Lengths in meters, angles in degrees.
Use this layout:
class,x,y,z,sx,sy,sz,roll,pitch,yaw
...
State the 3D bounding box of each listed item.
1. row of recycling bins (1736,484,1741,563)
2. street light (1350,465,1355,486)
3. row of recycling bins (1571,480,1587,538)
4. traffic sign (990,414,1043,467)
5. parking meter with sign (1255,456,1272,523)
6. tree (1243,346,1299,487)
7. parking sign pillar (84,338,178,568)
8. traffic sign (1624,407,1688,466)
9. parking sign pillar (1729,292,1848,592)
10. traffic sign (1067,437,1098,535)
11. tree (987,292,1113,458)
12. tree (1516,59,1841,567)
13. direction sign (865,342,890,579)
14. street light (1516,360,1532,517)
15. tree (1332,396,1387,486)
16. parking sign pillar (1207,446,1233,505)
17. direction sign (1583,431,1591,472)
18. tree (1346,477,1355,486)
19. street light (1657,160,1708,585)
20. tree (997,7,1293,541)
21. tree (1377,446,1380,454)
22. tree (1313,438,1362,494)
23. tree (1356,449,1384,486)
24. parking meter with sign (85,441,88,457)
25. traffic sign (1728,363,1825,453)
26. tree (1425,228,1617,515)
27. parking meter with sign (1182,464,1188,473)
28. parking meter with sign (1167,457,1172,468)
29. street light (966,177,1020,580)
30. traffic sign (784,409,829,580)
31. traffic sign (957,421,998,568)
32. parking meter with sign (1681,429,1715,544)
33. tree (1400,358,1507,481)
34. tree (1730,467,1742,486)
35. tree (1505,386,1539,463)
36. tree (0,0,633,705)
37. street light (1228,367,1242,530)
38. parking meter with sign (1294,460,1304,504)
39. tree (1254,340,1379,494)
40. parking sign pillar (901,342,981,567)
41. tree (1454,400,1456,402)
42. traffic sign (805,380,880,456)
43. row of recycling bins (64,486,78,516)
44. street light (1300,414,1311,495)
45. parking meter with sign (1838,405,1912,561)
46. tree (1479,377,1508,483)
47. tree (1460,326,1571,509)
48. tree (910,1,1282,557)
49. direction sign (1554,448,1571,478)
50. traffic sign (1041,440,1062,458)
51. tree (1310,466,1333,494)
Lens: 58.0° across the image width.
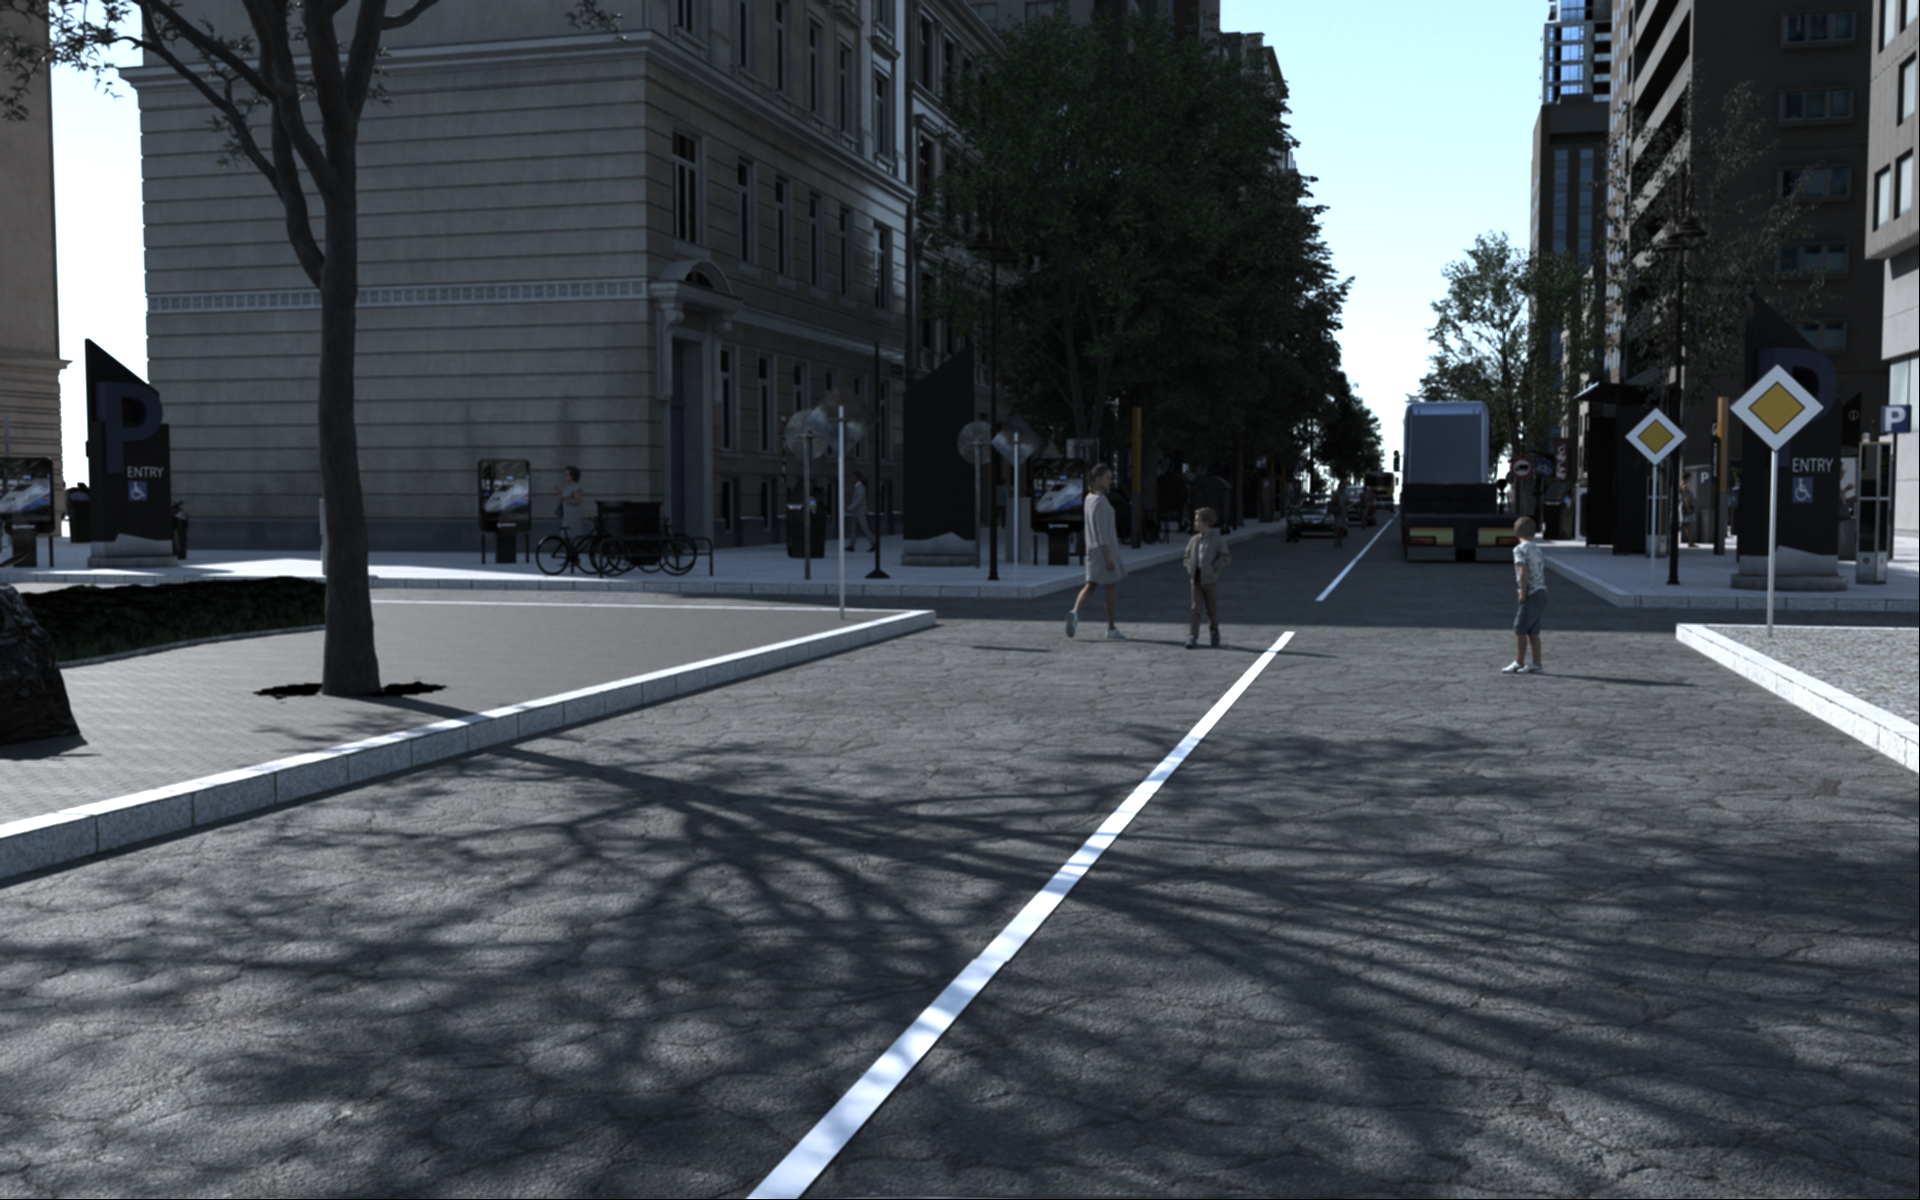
class,x,y,z,sx,sy,sz,roll,pitch,yaw
row of recycling bins,14.617,-1.453,30.864,1.069,1.692,3.534,1,4,15
street light,41.171,-12.718,180.734,0.468,5.910,1.993,1,4,15
row of recycling bins,18.646,-2.704,51.317,1.069,1.692,3.534,1,4,20
traffic sign,0.811,-1.421,25.427,0.795,2.593,0.064,1,4,15
parking meter with sign,13.753,-5.013,78.231,0.543,3.016,1.738,0,4,-2
tree,14.959,-8.208,84.570,4.737,8.622,4.395,0,3,0
parking sign pillar,-14.628,-2.571,30.505,1.447,3.967,1.447,2,4,32
traffic sign,9.312,-1.284,23.180,0.795,2.593,0.064,1,4,15
parking sign pillar,11.215,-2.133,23.343,1.447,3.967,1.447,-1,4,-19
traffic sign,2.203,-1.787,31.346,0.606,2.300,0.079,2,4,24
tree,3.120,-6.520,56.967,4.737,8.622,4.395,0,3,0
tree,12.851,-4.901,30.489,4.360,8.622,3.978,0,3,0
direction sign,-1.259,-2.101,26.346,0.379,3.537,0.876,0,4,-1
street light,19.419,-5.315,59.692,0.468,5.910,1.993,1,4,15
tree,45.418,-17.283,200.706,7.486,12.596,7.792,0,3,0
parking sign pillar,11.524,-5.377,76.394,1.447,3.967,1.447,-3,5,-40
direction sign,22.687,-4.270,61.819,0.876,3.537,0.379,0,4,6
tree,36.608,-10.364,164.054,1.663,3.219,1.824,0,3,0
street light,10.125,-3.157,24.409,0.468,5.910,1.993,1,4,15
tree,5.063,-8.587,47.049,9.857,13.997,8.962,0,3,0
tree,57.515,-17.993,244.540,4.360,8.622,3.978,0,3,0
tree,29.974,-11.563,139.418,4.360,8.622,3.978,0,3,0
tree,52.043,-17.916,227.332,8.767,10.594,7.601,-2,4,-30
parking meter with sign,-27.640,-3.703,56.810,1.738,3.016,0.543,0,4,-3
traffic sign,7.283,-0.811,15.456,0.795,2.593,0.064,1,4,15
tree,22.012,-8.732,68.530,9.928,11.665,9.643,0,3,0
parking meter with sign,12.194,-6.240,98.278,1.738,3.016,0.543,-2,4,-34
parking meter with sign,8.926,-5.152,80.498,1.738,3.016,0.543,-1,4,-10
street light,0.500,-3.236,25.694,0.468,5.910,1.993,1,4,15
traffic sign,-2.288,-1.579,25.919,0.768,2.556,0.104,1,4,19
traffic sign,0.307,-1.830,30.029,0.768,2.556,0.104,1,4,18
parking meter with sign,19.240,-2.999,45.289,0.543,3.016,1.738,-1,4,-13
tree,45.953,-15.534,160.638,9.857,13.997,8.962,0,3,0
tree,29.934,-4.344,65.633,1.663,3.219,1.824,0,3,0
tree,42.135,-14.177,142.166,12.009,13.543,11.850,0,3,0
tree,-4.071,-6.143,10.807,12.009,13.543,11.850,0,3,0
street light,9.742,-5.410,61.235,0.468,5.910,1.993,1,4,15
parking meter with sign,17.645,-5.747,90.229,0.543,3.016,1.738,1,4,11
tree,25.452,-12.746,125.399,9.611,12.733,9.660,0,3,0
parking sign pillar,-0.348,-2.614,31.207,1.447,3.967,1.447,1,4,18
tree,27.761,-8.560,90.315,4.737,8.622,4.395,0,3,0
traffic sign,-1.218,-0.949,17.703,0.795,2.593,0.064,1,4,15
row of recycling bins,-52.206,-5.783,101.668,1.069,1.692,3.534,-3,4,-36
street light,19.991,-7.771,99.836,0.468,5.910,1.993,1,4,15
parking meter with sign,17.646,-2.278,33.507,1.738,3.016,0.543,-2,4,-35
tree,32.461,-9.503,105.734,4.360,8.622,3.978,0,3,0
tree,24.383,-7.611,74.799,4.737,8.622,4.395,0,3,0
tree,2.688,-6.729,35.774,9.928,11.665,9.643,0,3,0
direction sign,29.664,-5.707,85.305,0.876,3.537,0.379,-1,4,-13
traffic sign,2.187,-2.541,41.544,0.884,2.594,0.081,1,4,15
tree,24.465,-7.583,118.591,1.663,3.219,1.824,0,3,0
